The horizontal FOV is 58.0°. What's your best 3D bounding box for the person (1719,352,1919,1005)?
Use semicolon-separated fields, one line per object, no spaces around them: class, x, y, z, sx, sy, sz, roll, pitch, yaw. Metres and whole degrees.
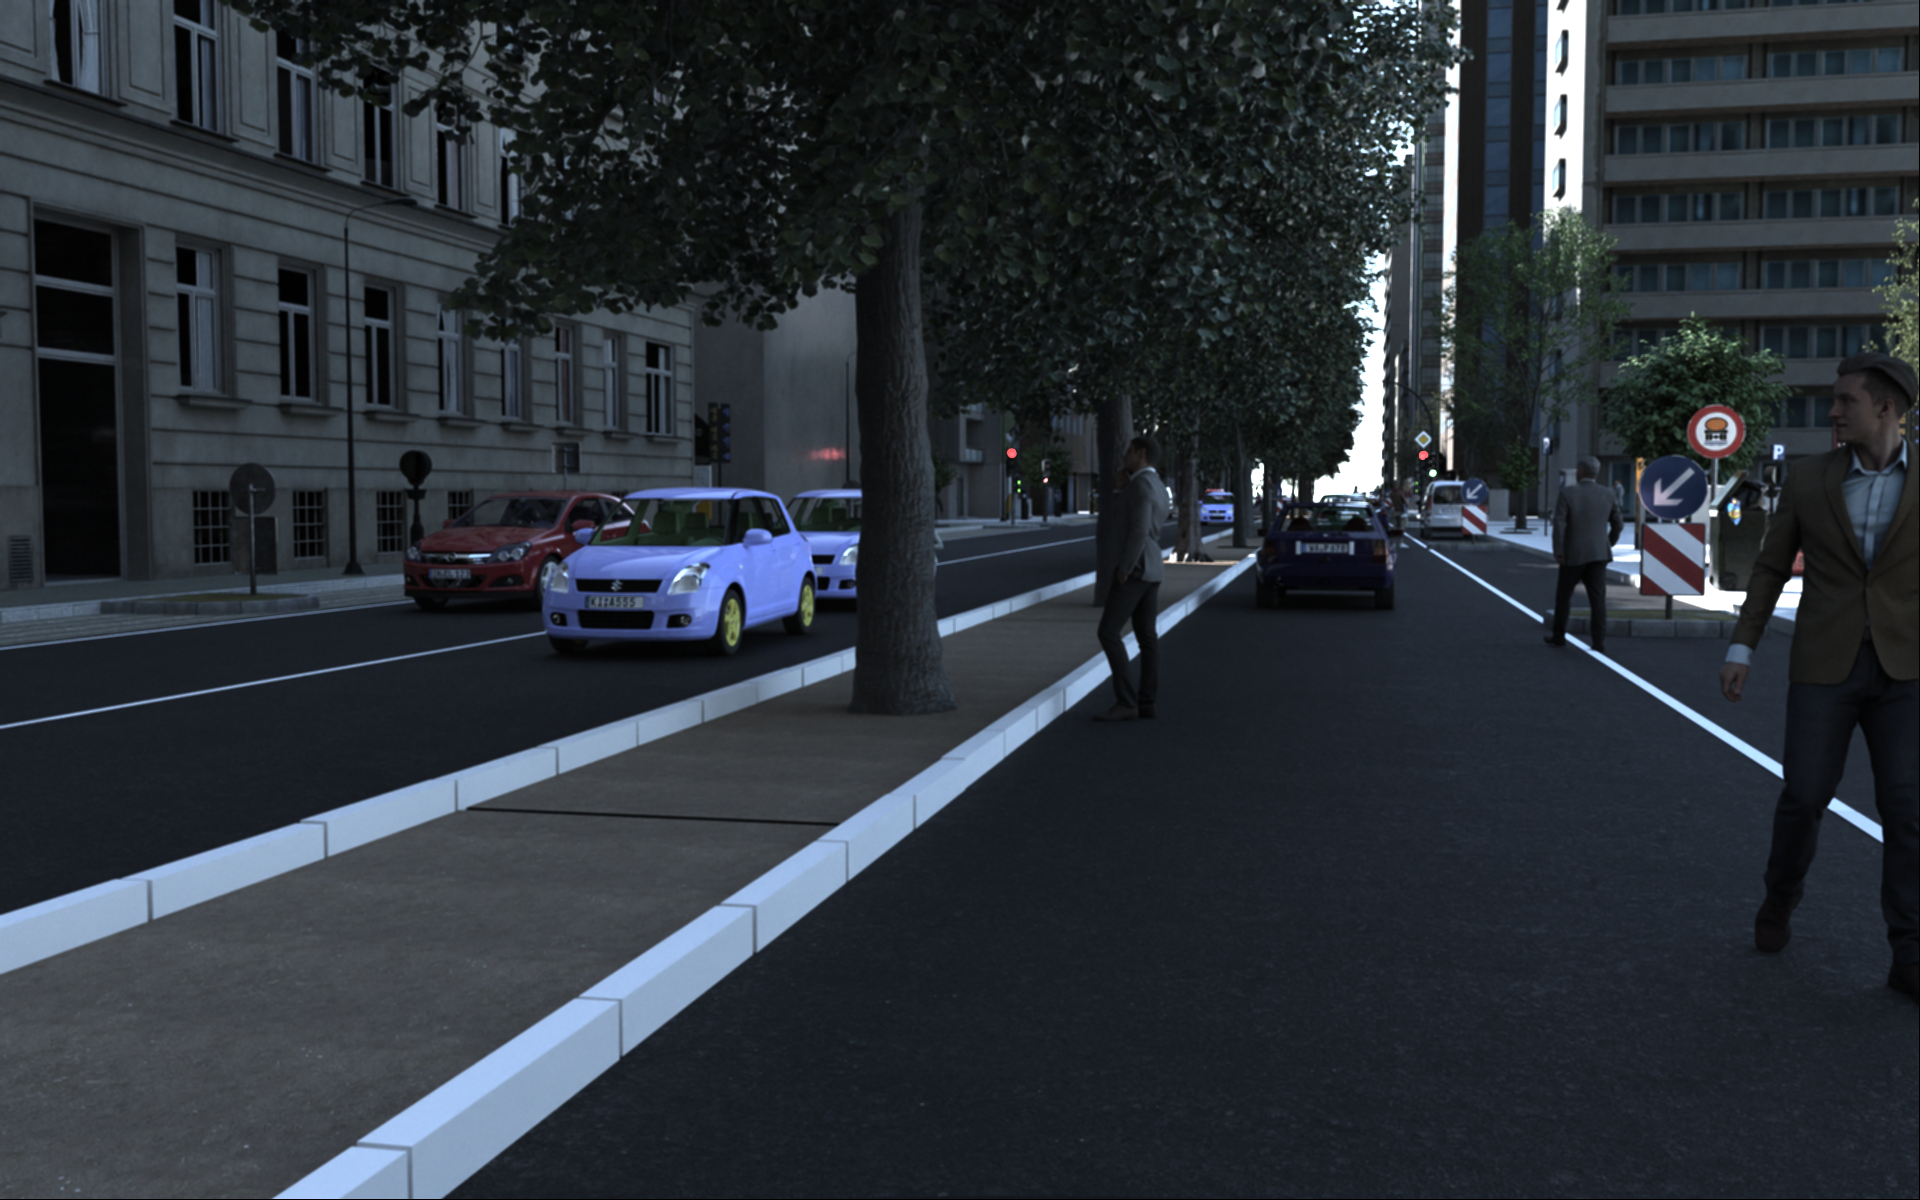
person;2.627;0.201;5.125;0.656;1.842;0.836;0;4;-4

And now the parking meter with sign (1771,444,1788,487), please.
parking meter with sign;28.980;-3.903;60.070;0.543;3.016;1.738;-1;4;-20

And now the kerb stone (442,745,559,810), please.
kerb stone;-2.209;0.854;8.285;0.120;0.150;1.000;1;4;12

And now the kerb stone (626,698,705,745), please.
kerb stone;-1.770;0.731;10.288;0.120;0.150;1.000;1;4;12

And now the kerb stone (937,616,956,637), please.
kerb stone;-0.230;0.300;17.289;0.120;0.150;1.000;1;4;12

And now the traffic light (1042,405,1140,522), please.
traffic light;6.019;-6.423;79.686;4.771;5.953;1.251;1;4;12

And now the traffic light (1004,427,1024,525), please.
traffic light;2.237;-5.100;72.304;0.839;4.253;0.868;1;4;12

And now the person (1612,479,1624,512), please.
person;22.239;-3.207;58.652;0.473;1.802;0.592;3;4;38

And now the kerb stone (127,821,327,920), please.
kerb stone;-2.648;0.980;6.286;0.120;0.150;1.000;1;4;12

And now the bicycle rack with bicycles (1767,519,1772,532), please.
bicycle rack with bicycles;17.558;-1.407;36.392;2.925;0.926;2.852;-3;4;-39

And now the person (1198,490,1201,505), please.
person;27.045;-11.520;195.107;0.721;1.743;1.217;0;4;1

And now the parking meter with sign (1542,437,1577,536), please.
parking meter with sign;18.748;-3.468;52.967;1.738;3.016;0.543;0;4;-4

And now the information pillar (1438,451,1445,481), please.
information pillar;26.360;-6.328;94.824;0.504;3.616;0.183;-2;4;-33

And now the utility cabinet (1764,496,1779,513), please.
utility cabinet;25.535;-2.646;54.417;1.020;1.237;0.306;2;4;24

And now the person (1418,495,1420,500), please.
person;40.572;-8.906;152.332;0.551;1.740;0.621;1;4;10

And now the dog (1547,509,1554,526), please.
dog;25.031;-3.412;72.622;0.513;0.831;0.800;-3;5;-43

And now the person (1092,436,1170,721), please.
person;1.097;-0.146;11.061;0.473;1.802;0.592;2;4;35

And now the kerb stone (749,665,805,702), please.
kerb stone;-1.331;0.606;12.295;0.120;0.150;1.000;1;4;12

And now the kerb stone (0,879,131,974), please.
kerb stone;-2.868;1.037;5.285;0.120;0.150;1.000;1;4;12

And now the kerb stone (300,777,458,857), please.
kerb stone;-2.429;0.912;7.286;0.120;0.150;1.000;1;4;12

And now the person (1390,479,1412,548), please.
person;11.831;-2.323;46.461;0.580;1.828;0.573;0;4;8

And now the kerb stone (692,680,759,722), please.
kerb stone;-1.546;0.667;11.285;0.120;0.150;1.000;1;4;12

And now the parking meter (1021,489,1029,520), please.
parking meter;3.232;-4.761;86.257;0.372;1.533;0.369;0;3;0

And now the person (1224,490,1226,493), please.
person;20.200;-7.507;131.572;0.599;1.781;0.374;0;4;-1

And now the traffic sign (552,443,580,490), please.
traffic sign;-7.847;-1.980;34.499;0.606;2.300;0.079;1;4;14

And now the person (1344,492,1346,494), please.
person;55.086;-14.638;248.550;0.721;1.743;1.217;-1;4;-9

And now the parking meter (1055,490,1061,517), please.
parking meter;5.475;-5.398;96.666;0.372;1.533;0.369;0;3;0

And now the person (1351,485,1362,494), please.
person;15.664;-3.645;68.377;0.520;1.790;0.573;0;4;4

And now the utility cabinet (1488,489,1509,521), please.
utility cabinet;25.312;-4.444;81.336;0.318;1.500;1.173;-1;4;-17

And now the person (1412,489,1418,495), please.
person;40.274;-8.954;153.366;0.541;1.710;0.530;0;4;8

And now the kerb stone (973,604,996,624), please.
kerb stone;0.212;0.181;19.294;0.120;0.150;1.000;1;4;12

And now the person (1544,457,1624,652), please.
person;5.754;-0.438;16.056;0.661;1.777;0.834;0;4;-7

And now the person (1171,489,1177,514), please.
person;15.308;-7.083;124.501;0.606;1.804;0.583;0;4;5

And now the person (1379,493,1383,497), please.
person;66.026;-16.294;272.431;1.348;1.826;0.705;3;4;36

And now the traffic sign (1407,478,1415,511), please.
traffic sign;34.799;-8.172;133.725;0.768;2.556;0.104;1;4;18

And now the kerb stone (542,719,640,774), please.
kerb stone;-1.988;0.790;9.289;0.120;0.150;1.000;1;4;12

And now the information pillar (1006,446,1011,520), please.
information pillar;2.361;-5.721;84.885;0.183;3.616;0.504;-1;4;-21

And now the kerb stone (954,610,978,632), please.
kerb stone;-0.003;0.239;18.293;0.120;0.150;1.000;1;4;12

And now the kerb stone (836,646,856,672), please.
kerb stone;-0.887;0.485;14.291;0.120;0.150;1.000;1;4;12

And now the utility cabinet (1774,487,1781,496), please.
utility cabinet;26.791;-2.870;55.602;0.318;1.500;1.173;-3;5;-43

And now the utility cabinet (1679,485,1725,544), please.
utility cabinet;19.030;-2.177;44.271;1.173;1.500;0.318;0;4;-3

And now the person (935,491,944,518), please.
person;-0.881;-2.583;50.505;0.659;1.850;0.755;1;4;16

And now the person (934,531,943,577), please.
person;-0.394;-0.367;18.778;0.425;1.301;0.394;0;4;-1

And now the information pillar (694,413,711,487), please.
information pillar;-7.417;-3.580;49.884;0.504;3.616;0.183;1;4;13

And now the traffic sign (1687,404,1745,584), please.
traffic sign;10.753;-1.505;24.706;0.768;2.556;0.104;1;4;13

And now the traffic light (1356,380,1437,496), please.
traffic light;16.645;-5.770;69.010;4.771;5.953;1.251;1;4;12

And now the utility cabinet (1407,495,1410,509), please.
utility cabinet;36.722;-8.175;142.338;0.318;1.500;1.173;0;4;0

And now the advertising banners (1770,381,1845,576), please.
advertising banners;12.999;-1.880;26.925;2.074;3.025;0.090;1;4;9

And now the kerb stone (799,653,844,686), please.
kerb stone;-1.105;0.547;13.292;0.120;0.150;1.000;1;4;12

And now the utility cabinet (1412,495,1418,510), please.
utility cabinet;36.522;-7.816;138.954;0.306;1.237;1.020;0;4;4

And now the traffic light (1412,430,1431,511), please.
traffic light;20.427;-5.356;76.499;0.839;4.253;0.868;1;4;12
